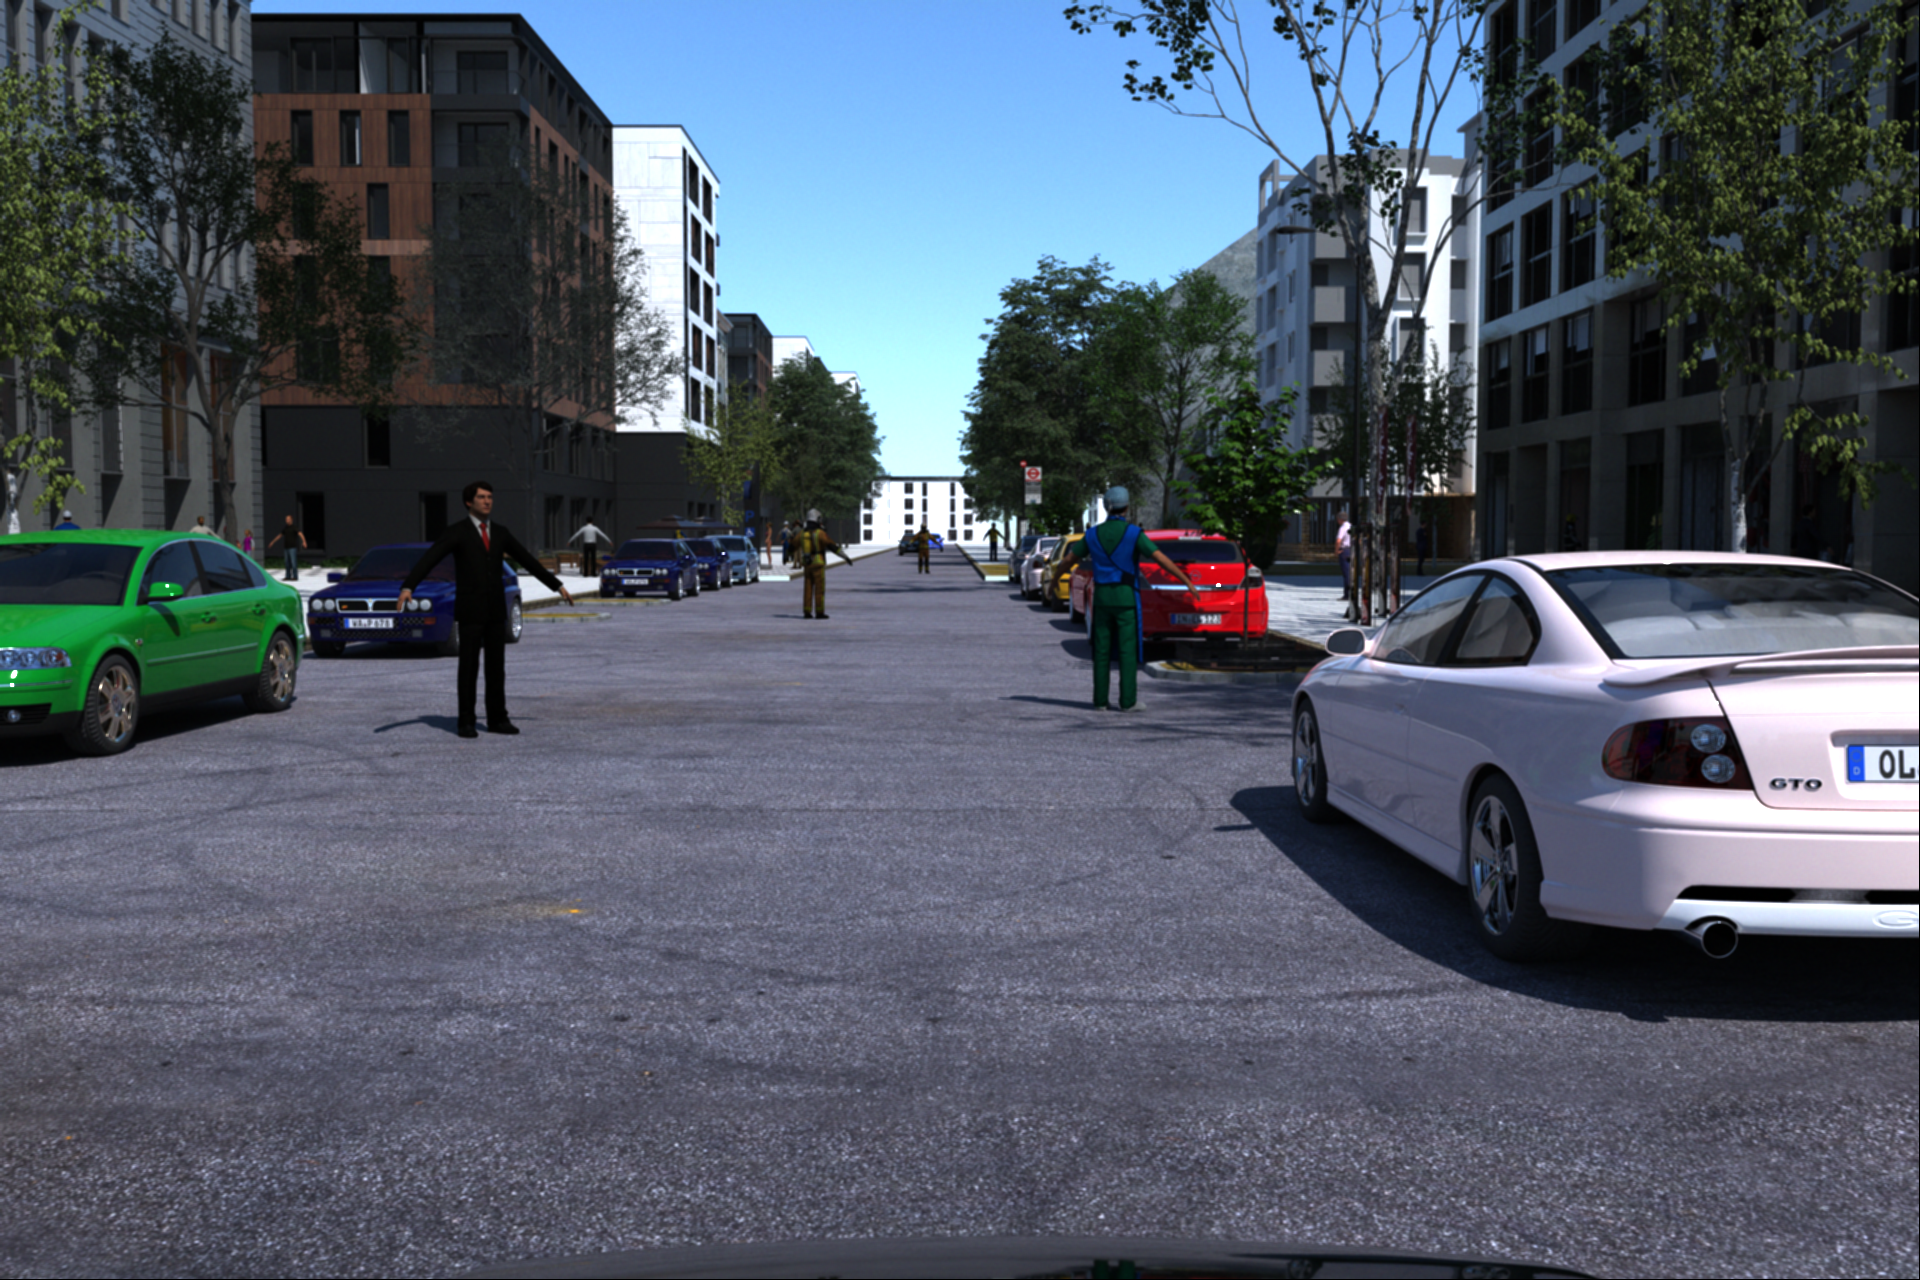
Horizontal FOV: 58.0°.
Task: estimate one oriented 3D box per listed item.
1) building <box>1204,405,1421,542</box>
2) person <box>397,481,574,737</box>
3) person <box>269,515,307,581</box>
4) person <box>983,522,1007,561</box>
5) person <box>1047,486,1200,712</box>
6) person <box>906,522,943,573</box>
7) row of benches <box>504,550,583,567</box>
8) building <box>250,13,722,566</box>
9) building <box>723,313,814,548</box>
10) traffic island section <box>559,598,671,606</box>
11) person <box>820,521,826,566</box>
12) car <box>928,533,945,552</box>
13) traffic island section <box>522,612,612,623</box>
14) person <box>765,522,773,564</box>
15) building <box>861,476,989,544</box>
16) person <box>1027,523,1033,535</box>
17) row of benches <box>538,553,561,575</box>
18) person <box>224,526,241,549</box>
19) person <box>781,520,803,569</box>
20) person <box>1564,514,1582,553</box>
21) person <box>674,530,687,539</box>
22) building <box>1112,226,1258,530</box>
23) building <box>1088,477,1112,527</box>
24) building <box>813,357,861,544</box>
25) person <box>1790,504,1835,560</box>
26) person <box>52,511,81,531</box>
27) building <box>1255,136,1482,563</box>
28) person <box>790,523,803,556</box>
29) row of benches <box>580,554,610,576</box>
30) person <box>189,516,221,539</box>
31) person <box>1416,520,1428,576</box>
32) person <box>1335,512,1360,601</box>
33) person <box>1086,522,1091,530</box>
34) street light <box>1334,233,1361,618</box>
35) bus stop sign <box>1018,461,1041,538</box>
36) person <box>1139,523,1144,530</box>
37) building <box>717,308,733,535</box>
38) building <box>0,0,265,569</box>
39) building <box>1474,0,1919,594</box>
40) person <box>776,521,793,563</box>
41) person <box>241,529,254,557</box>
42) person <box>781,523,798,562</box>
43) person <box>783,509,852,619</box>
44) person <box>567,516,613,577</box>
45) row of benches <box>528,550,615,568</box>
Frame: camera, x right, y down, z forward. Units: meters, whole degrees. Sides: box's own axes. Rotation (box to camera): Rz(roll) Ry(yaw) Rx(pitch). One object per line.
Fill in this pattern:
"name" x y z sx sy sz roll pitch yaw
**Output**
"building" 21.544 -10.030 106.131 9.099 9.664 28.070 0 4 0
"person" -3.397 -0.226 12.336 1.347 1.806 0.705 -3 5 -42
"person" -18.394 -2.526 47.523 1.348 1.803 0.705 2 4 25
"person" 1.599 -4.624 81.564 1.349 1.833 0.705 -2 4 -33
"person" 1.283 -0.334 14.040 1.347 1.817 0.704 2 4 29
"person" -1.313 -3.349 62.983 1.354 1.858 0.705 -1 4 -15
"row of benches" -16.825 -3.187 67.571 4.104 0.672 1.422 0 4 0
"building" -27.817 -14.721 84.671 27.936 21.610 32.646 0 4 0
"building" -29.770 -20.344 176.600 27.936 21.610 32.646 0 4 -1
"traffic island section" -6.959 -0.761 35.306 1.991 0.108 1.994 0 4 1
"person" -5.639 -3.907 70.002 0.705 1.813 1.348 2 4 26
"car" -2.210 -8.025 140.799 1.945 1.707 3.694 0 4 -1
"traffic island section" -6.886 -0.367 28.868 1.991 0.108 1.994 0 4 -1
"person" -7.468 -3.679 66.956 0.721 1.733 1.217 0 4 -7
"building" -9.925 -18.576 248.322 28.070 9.664 9.099 0 4 5
"person" 3.486 -4.812 84.858 0.705 1.806 1.347 1 4 19
"row of benches" -13.247 -2.462 55.721 1.422 0.672 4.104 -1 4 -11
"person" -18.736 -2.355 44.618 0.704 1.816 1.345 -2 4 -31
"person" -6.001 -3.509 63.637 0.705 1.796 1.348 3 5 42
"person" 17.267 -2.637 48.880 0.704 1.858 1.351 0 4 6
"person" -11.970 -4.164 74.537 0.721 1.772 1.216 -3 5 -39
"building" 21.502 -18.248 129.276 19.493 23.208 18.063 0 3 0
"building" 21.314 -16.507 212.031 9.099 9.664 28.070 0 4 -1
"building" -27.027 -22.742 215.798 27.936 21.610 32.646 0 4 -1
"person" 15.414 -1.554 31.464 0.704 1.823 1.345 0 4 -3
"person" -21.569 -2.202 41.888 1.347 1.842 0.705 -2 4 -31
"building" 20.437 -14.213 88.800 16.016 20.090 11.380 0 4 -1
"person" -8.198 -5.028 88.345 1.345 1.843 0.704 3 5 42
"row of benches" -11.330 -2.356 53.975 1.422 0.672 4.104 -1 4 -18
"person" -22.594 -2.785 51.618 1.344 1.819 0.704 -3 4 -38
"person" 14.132 -2.815 52.995 0.541 1.710 0.530 -3 4 -38
"person" 7.381 -1.610 33.306 0.756 1.711 0.436 -3 4 -36
"person" 6.270 -4.834 84.823 0.705 1.856 1.354 3 5 39
"street light" 6.544 -3.283 26.217 1.470 5.913 1.316 0 4 0
"bus stop sign" 2.519 -4.535 62.854 0.855 3.939 0.416 0 4 -1
"person" 8.445 -4.573 80.898 1.346 1.812 0.704 1 4 22
"building" -25.966 -17.473 116.605 19.493 23.208 18.063 0 4 -1
"building" -29.693 -16.361 44.996 11.434 29.767 29.804 0 4 0
"building" 27.658 -14.673 43.097 19.350 26.588 34.151 0 3 0
"person" -7.699 -4.347 76.928 1.347 1.847 0.705 3 4 36
"person" -22.357 -2.750 54.225 0.991 1.433 0.599 3 4 39
"person" -7.491 -4.419 78.473 1.346 1.802 0.704 1 4 12
"person" -2.451 -1.286 29.253 1.354 1.858 0.705 2 4 27
"person" -11.006 -2.773 51.500 1.344 1.810 0.704 -1 4 -11
"row of benches" -15.132 -3.065 65.569 4.104 0.672 1.422 1 4 11
